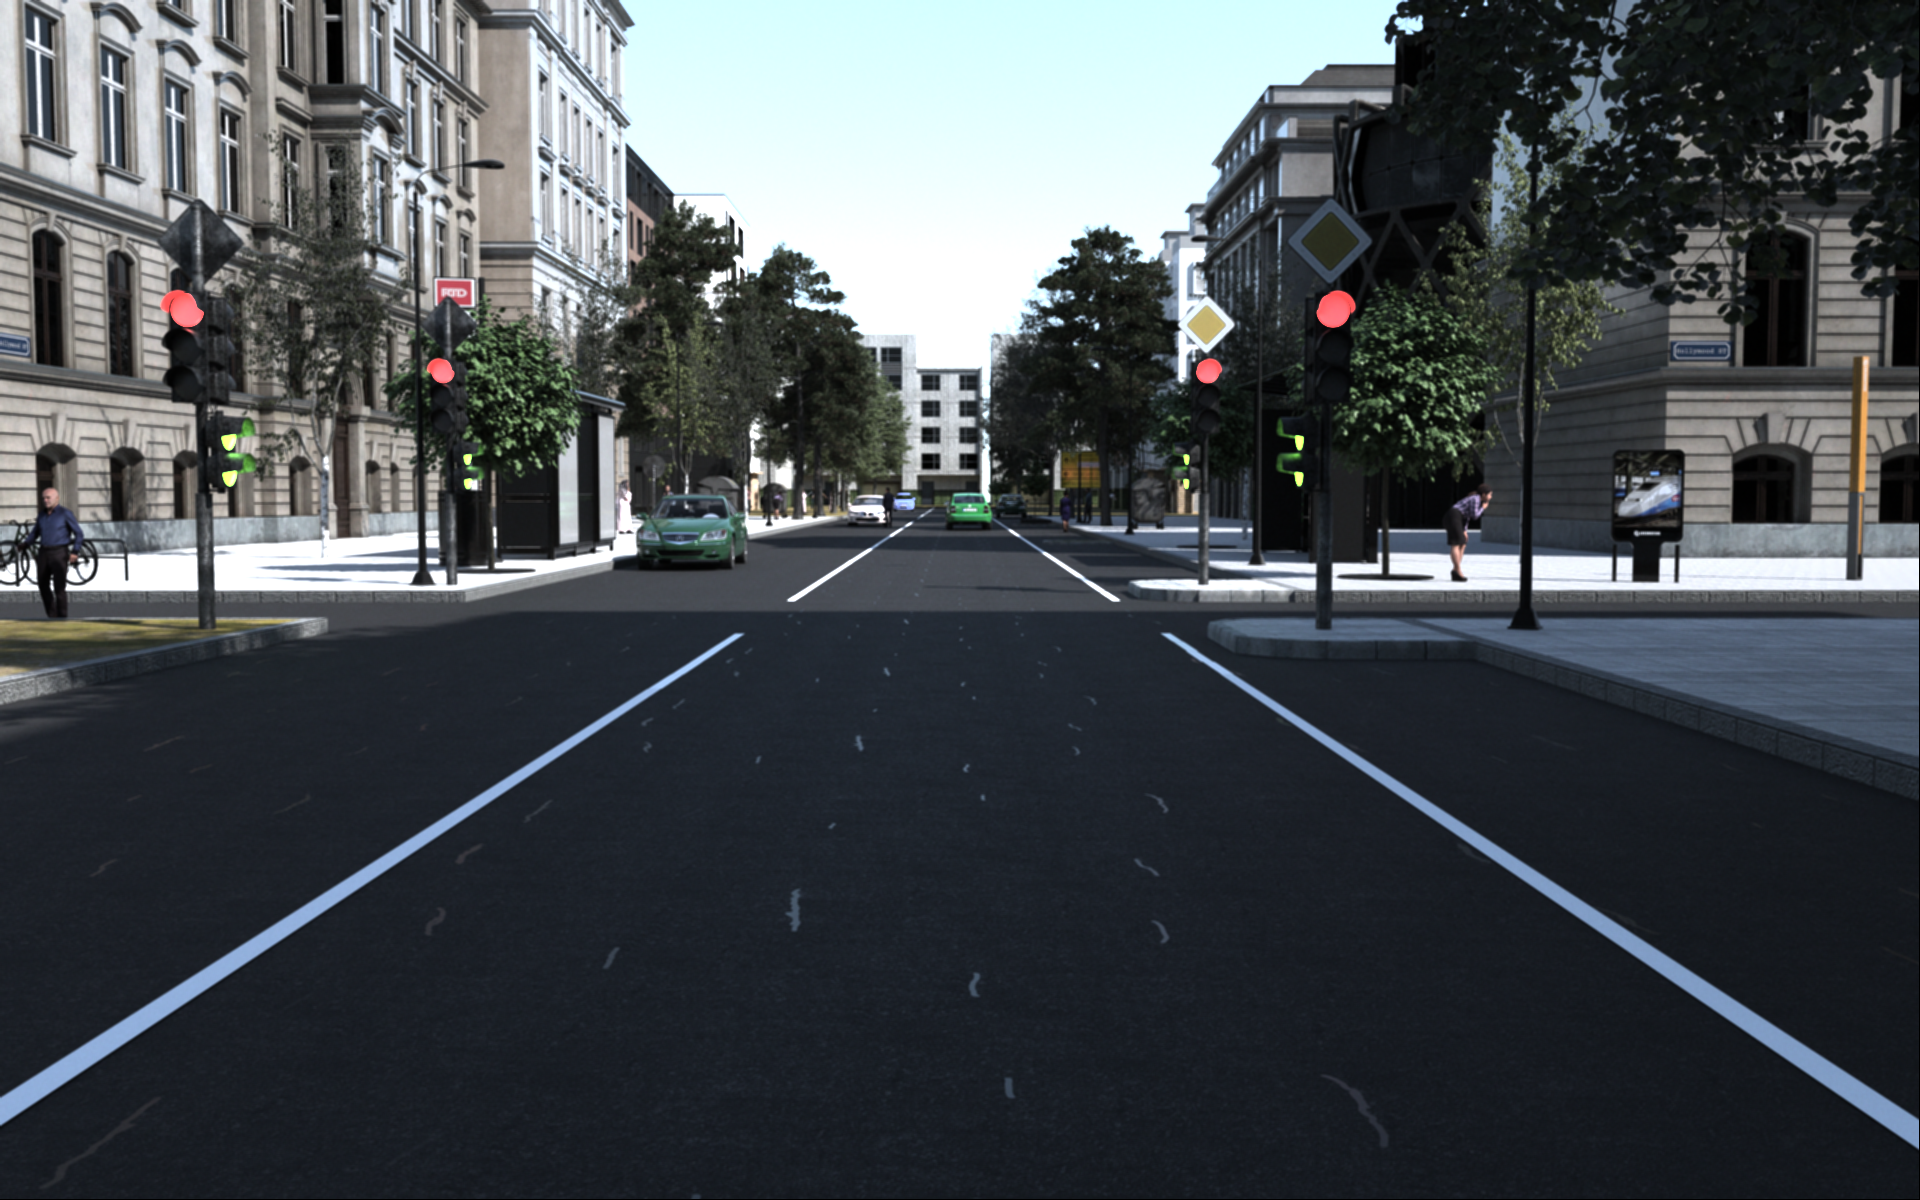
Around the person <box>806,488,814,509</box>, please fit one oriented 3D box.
[{"bbox_3d":[-12.512,-8.669,147.870,1.350,1.814,0.705,0,4,-6],"label":"person"}]

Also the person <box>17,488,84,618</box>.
[{"bbox_3d":[-9.731,-0.442,18.427,0.574,1.496,0.600,2,4,33],"label":"person"}]

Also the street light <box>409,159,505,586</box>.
[{"bbox_3d":[-7.018,-3.159,24.188,1.470,5.913,1.316,0,4,0],"label":"street light"}]

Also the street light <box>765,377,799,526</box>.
[{"bbox_3d":[-7.087,-5.903,69.061,1.470,5.913,1.316,0,4,0],"label":"street light"}]

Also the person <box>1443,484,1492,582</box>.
[{"bbox_3d":[7.419,-0.984,25.360,0.697,1.427,0.421,0,4,5],"label":"person"}]

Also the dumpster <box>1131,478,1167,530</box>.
[{"bbox_3d":[6.835,-3.508,63.109,1.264,1.857,1.865,0,3,0],"label":"dumpster"}]

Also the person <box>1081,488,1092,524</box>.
[{"bbox_3d":[5.478,-4.050,74.477,0.499,1.552,0.429,-3,5,-40],"label":"person"}]

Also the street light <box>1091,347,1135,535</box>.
[{"bbox_3d":[4.830,-5.025,54.692,1.470,5.913,1.316,0,4,0],"label":"street light"}]

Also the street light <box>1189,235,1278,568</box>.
[{"bbox_3d":[4.840,-3.587,31.194,1.470,5.913,1.316,0,4,0],"label":"street light"}]

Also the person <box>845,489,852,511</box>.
[{"bbox_3d":[-8.712,-7.719,132.776,0.721,1.766,1.217,-3,5,-45],"label":"person"}]

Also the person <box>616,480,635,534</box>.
[{"bbox_3d":[-10.710,-2.977,55.388,0.621,1.740,0.551,-1,4,-10],"label":"person"}]

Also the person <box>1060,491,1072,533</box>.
[{"bbox_3d":[3.936,-3.281,64.518,0.453,1.535,0.546,0,4,-5],"label":"person"}]

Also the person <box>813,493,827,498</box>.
[{"bbox_3d":[-11.526,-8.317,142.841,1.217,1.723,0.721,0,4,7],"label":"person"}]

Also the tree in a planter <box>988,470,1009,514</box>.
[{"bbox_3d":[3.204,-7.887,126.178,1.991,3.239,1.994,0,4,0],"label":"tree in a planter"}]

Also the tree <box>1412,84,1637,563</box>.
[{"bbox_3d":[10.476,-4.997,32.063,4.737,8.622,4.395,0,3,0],"label":"tree"}]

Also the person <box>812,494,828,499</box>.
[{"bbox_3d":[-11.259,-8.113,138.697,1.348,1.822,0.705,-2,4,-26],"label":"person"}]

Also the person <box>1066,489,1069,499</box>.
[{"bbox_3d":[8.914,-8.330,142.928,0.721,1.739,1.217,2,4,25],"label":"person"}]

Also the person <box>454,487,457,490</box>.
[{"bbox_3d":[-11.838,-2.060,41.188,0.593,1.643,0.415,-1,4,-10],"label":"person"}]

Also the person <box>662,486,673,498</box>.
[{"bbox_3d":[-10.082,-3.166,59.869,0.516,1.574,0.319,2,4,34],"label":"person"}]

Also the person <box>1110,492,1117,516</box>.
[{"bbox_3d":[8.972,-5.718,102.724,0.628,1.438,0.799,1,4,15],"label":"person"}]

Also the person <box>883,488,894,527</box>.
[{"bbox_3d":[-3.092,-3.994,74.713,0.541,1.710,0.530,-1,4,-20],"label":"person"}]

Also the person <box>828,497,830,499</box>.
[{"bbox_3d":[-13.001,-10.213,176.251,0.991,1.433,0.599,-3,5,-43],"label":"person"}]

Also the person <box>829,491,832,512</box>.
[{"bbox_3d":[-9.326,-7.360,127.054,0.621,1.740,0.551,-1,4,-10],"label":"person"}]

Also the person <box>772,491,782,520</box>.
[{"bbox_3d":[-9.060,-4.689,85.948,0.421,1.427,0.697,1,4,21],"label":"person"}]

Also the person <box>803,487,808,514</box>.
[{"bbox_3d":[-10.045,-6.336,110.297,0.621,1.740,0.551,2,4,33],"label":"person"}]

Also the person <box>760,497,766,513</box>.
[{"bbox_3d":[-13.325,-6.669,118.314,0.697,1.427,0.421,3,5,42],"label":"person"}]

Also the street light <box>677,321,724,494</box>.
[{"bbox_3d":[-7.042,-4.533,46.663,1.470,5.913,1.316,0,4,0],"label":"street light"}]

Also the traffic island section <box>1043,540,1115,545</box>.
[{"bbox_3d":[3.395,-1.652,49.875,1.991,0.108,1.994,0,4,0],"label":"traffic island section"}]

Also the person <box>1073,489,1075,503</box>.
[{"bbox_3d":[7.749,-6.849,118.944,0.530,1.710,0.541,3,4,38],"label":"person"}]

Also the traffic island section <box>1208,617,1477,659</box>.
[{"bbox_3d":[3.478,0.356,16.468,2.009,0.180,2.903,0,4,0],"label":"traffic island section"}]

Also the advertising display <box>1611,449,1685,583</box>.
[{"bbox_3d":[9.994,-1.222,25.193,0.974,1.923,0.123,1,4,17],"label":"advertising display"}]

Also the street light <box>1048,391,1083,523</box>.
[{"bbox_3d":[4.791,-6.394,77.091,1.470,5.913,1.316,0,4,0],"label":"street light"}]

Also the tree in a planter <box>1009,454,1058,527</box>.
[{"bbox_3d":[3.328,-4.862,76.723,1.991,3.239,1.994,0,4,0],"label":"tree in a planter"}]

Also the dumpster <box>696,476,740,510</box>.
[{"bbox_3d":[-7.883,-3.092,56.305,1.264,1.857,1.865,0,4,0],"label":"dumpster"}]

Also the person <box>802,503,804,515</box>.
[{"bbox_3d":[-9.695,-5.990,104.435,0.683,1.767,0.568,2,4,27],"label":"person"}]

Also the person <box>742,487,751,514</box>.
[{"bbox_3d":[-13.671,-6.365,110.826,0.721,1.743,1.217,-2,4,-29],"label":"person"}]

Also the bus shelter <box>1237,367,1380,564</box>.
[{"bbox_3d":[6.958,-2.675,35.026,1.731,3.624,6.357,0,4,0],"label":"bus shelter"}]

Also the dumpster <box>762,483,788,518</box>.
[{"bbox_3d":[-9.811,-5.265,91.837,1.264,1.857,1.865,0,3,0],"label":"dumpster"}]

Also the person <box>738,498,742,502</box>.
[{"bbox_3d":[-14.051,-6.067,108.494,0.557,1.426,1.065,2,4,34],"label":"person"}]

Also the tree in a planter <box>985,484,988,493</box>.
[{"bbox_3d":[3.131,-9.557,153.479,1.991,3.239,1.994,0,4,0],"label":"tree in a planter"}]

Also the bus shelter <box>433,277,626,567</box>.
[{"bbox_3d":[-8.636,-3.496,34.787,2.179,5.291,8.768,0,3,0],"label":"bus shelter"}]

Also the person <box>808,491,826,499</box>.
[{"bbox_3d":[-10.567,-7.424,127.569,1.348,1.807,0.705,-1,4,-20],"label":"person"}]

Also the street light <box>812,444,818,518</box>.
[{"bbox_3d":[-7.184,-7.310,92.054,1.470,5.913,1.316,0,4,0],"label":"street light"}]

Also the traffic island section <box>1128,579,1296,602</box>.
[{"bbox_3d":[3.458,-0.133,24.453,2.009,0.180,2.903,0,4,0],"label":"traffic island section"}]

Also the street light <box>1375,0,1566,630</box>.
[{"bbox_3d":[4.850,-2.679,16.345,1.470,5.913,1.316,0,4,0],"label":"street light"}]

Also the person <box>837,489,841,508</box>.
[{"bbox_3d":[-10.892,-9.345,158.977,1.348,1.807,0.705,2,4,24],"label":"person"}]
